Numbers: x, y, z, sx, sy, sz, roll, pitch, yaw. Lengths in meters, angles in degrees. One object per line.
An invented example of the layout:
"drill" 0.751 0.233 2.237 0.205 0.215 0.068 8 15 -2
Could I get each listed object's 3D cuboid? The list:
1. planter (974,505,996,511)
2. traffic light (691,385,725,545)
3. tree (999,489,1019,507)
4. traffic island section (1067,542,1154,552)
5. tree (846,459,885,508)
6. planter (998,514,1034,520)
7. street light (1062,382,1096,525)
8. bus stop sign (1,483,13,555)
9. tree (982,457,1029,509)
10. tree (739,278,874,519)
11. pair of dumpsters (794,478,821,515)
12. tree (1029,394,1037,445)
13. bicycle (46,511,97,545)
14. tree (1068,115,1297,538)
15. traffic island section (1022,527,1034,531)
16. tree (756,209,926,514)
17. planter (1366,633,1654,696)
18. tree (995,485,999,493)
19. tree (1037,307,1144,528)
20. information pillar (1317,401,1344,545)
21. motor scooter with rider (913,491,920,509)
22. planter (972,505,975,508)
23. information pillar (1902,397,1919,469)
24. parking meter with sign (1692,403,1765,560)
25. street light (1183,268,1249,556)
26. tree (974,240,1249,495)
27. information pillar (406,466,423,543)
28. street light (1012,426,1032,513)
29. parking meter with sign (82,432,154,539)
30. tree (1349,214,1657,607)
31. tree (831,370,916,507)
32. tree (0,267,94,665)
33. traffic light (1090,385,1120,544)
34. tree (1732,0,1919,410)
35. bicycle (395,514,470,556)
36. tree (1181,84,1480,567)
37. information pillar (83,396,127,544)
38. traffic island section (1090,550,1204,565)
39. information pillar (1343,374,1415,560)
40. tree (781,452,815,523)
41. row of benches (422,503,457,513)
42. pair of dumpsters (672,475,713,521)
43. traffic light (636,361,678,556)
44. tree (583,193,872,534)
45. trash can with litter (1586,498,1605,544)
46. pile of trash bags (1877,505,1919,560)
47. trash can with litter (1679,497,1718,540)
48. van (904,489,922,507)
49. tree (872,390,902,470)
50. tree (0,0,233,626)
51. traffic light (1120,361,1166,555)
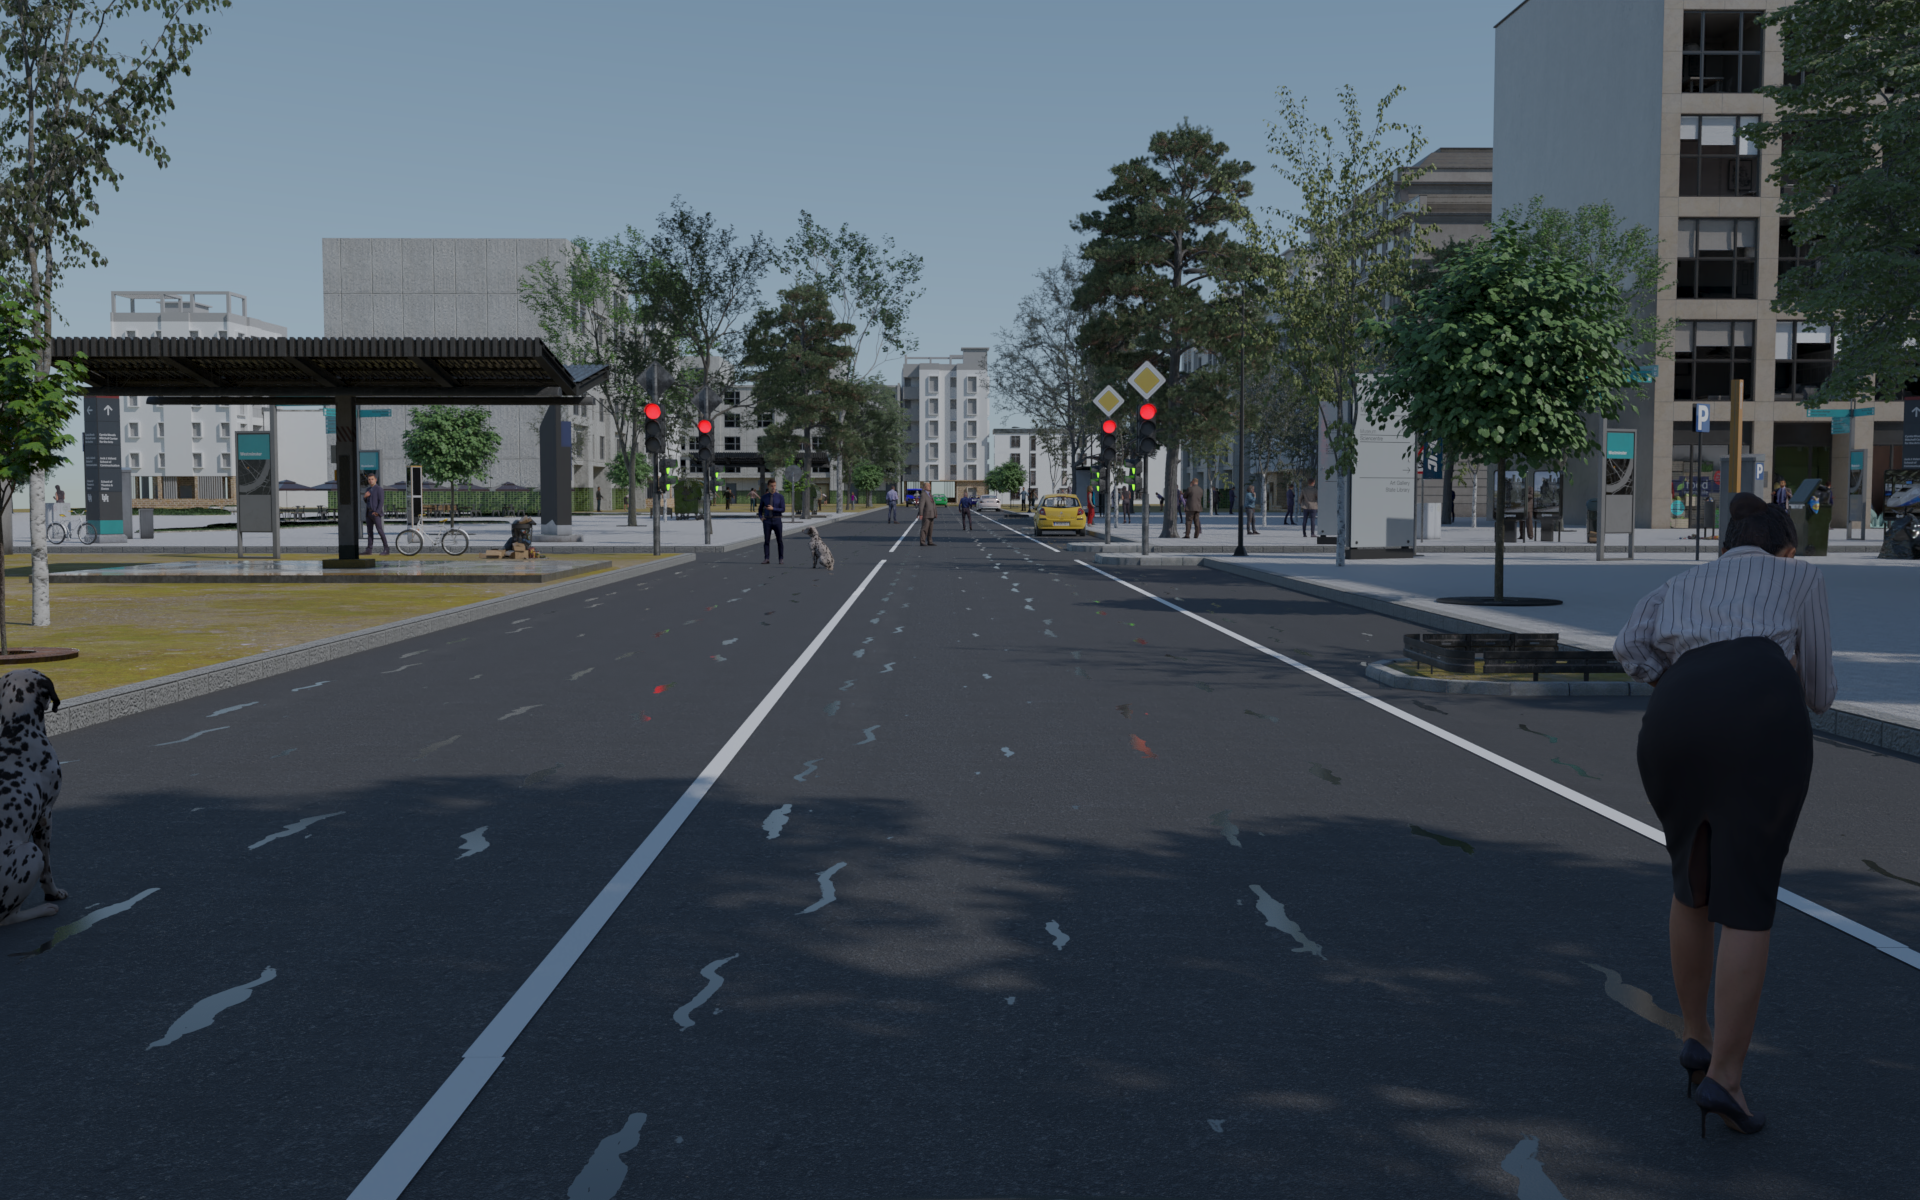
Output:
"planter" 2.438 -7.661 146.389 1.991 0.319 1.994 0 4 -1
"traffic light" -6.408 -3.348 43.977 0.839 4.213 0.868 0 4 -1
"tree" 5.363 -10.831 171.692 1.663 3.219 1.824 0 3 0
"traffic island section" 3.792 -1.343 44.240 2.009 0.180 2.903 0 4 -1
"tree" -8.863 -11.150 166.018 4.285 4.588 4.351 0 3 0
"planter" 3.105 -4.598 96.319 1.991 0.319 1.994 0 4 -1
"street light" 4.905 -6.064 71.683 1.470 5.913 1.316 0 4 -1
"bus stop sign" -20.362 -2.904 36.491 0.837 3.901 0.837 0 4 4
"tree" 4.329 -10.196 150.411 4.285 4.588 4.351 0 3 0
"tree" -7.752 -10.130 87.681 6.751 12.117 7.091 0 3 0
"pair of dumpsters" -9.168 -6.161 103.231 1.574 2.255 4.436 0 4 -1
"tree" 5.705 -9.336 102.999 4.360 8.622 3.978 0 3 0
"bicycle" -22.501 -1.871 43.806 1.543 0.972 0.635 1 4 13
"tree" 6.236 -7.858 50.535 6.751 12.117 7.091 0 3 0
"traffic island section" 3.459 -2.816 68.903 1.991 0.108 1.994 0 4 -1
"tree" -8.202 -15.836 114.802 12.611 20.169 13.585 0 3 0
"planter" 4.200 0.480 13.299 1.991 0.319 1.994 0 4 -1
"tree" 4.286 -11.097 176.031 1.663 3.219 1.824 0 3 0
"tree" 5.688 -7.030 65.298 4.360 8.622 3.978 0 3 0
"information pillar" 9.870 -3.205 43.715 1.656 3.620 0.184 2 4 23
"motor scooter with rider" -4.304 -9.896 170.759 0.876 1.779 1.986 0 4 0
"planter" 2.087 -9.308 173.330 1.991 0.319 1.994 0 4 -1
"information pillar" 25.578 -3.478 46.240 0.750 3.857 0.750 3 5 42
"parking meter with sign" 14.824 -2.237 32.838 0.543 3.016 1.738 -3 5 -41
"street light" 5.277 -3.866 35.745 1.470 5.913 1.316 0 4 -1
"tree" 5.575 -10.554 82.923 12.009 13.543 11.850 0 3 0
"information pillar" -14.288 -2.500 45.366 0.304 2.012 0.304 -3 5 -44
"street light" 4.241 -8.962 119.075 1.470 5.913 1.316 0 4 -1
"parking meter with sign" -23.915 -3.239 49.217 1.738 3.016 0.543 -2 4 -30
"tree" 6.424 -2.235 20.262 4.285 4.588 4.351 0 3 0
"tree" -9.368 -16.518 176.727 9.857 13.997 8.962 0 3 0
"tree" -7.533 -1.142 13.277 1.663 3.219 1.824 0 3 0
"traffic light" 3.752 -3.357 44.127 0.839 4.213 0.868 0 4 -1
"tree" 14.527 -6.479 24.054 7.486 12.596 7.792 0 3 0
"bicycle" -10.884 -1.383 35.826 1.543 0.972 0.635 -1 4 -9
"tree" 6.515 -4.897 30.422 4.737 8.622 4.395 0 3 0
"information pillar" -22.372 -3.417 45.245 0.750 3.857 0.750 2 4 34
"traffic island section" 3.897 -0.855 36.256 2.009 0.180 2.903 0 4 -1
"information pillar" 8.307 -2.622 34.190 1.656 3.620 0.184 -2 4 -29
"tree" -7.536 -5.045 77.079 1.663 3.219 1.824 0 3 0
"row of benches" -35.315 -6.201 116.853 1.422 0.672 4.104 1 4 19
"pair of dumpsters" -13.212 -5.068 85.348 1.574 2.255 4.436 0 4 -1
"traffic light" -6.303 -2.859 35.993 0.839 4.213 0.868 0 4 -1
"tree" -8.314 -7.357 54.695 7.601 10.594 8.767 -2 4 -31
"trash can with litter" 16.621 -2.060 45.065 0.624 1.170 1.055 1 4 17
"pile of trash bags" 20.101 -1.503 34.326 3.447 1.369 1.912 -1 4 -22
"trash can with litter" 21.176 -2.326 49.093 1.678 1.210 2.233 0 4 -2
"van" -4.955 -11.288 188.936 2.240 2.365 5.245 0 4 -1
"tree" -8.692 -12.452 138.000 7.601 10.594 8.767 1 4 22
"tree" -9.215 -4.055 16.665 4.360 8.622 3.978 0 3 0
"traffic light" 3.857 -2.868 36.143 0.839 4.213 0.868 0 4 -1
